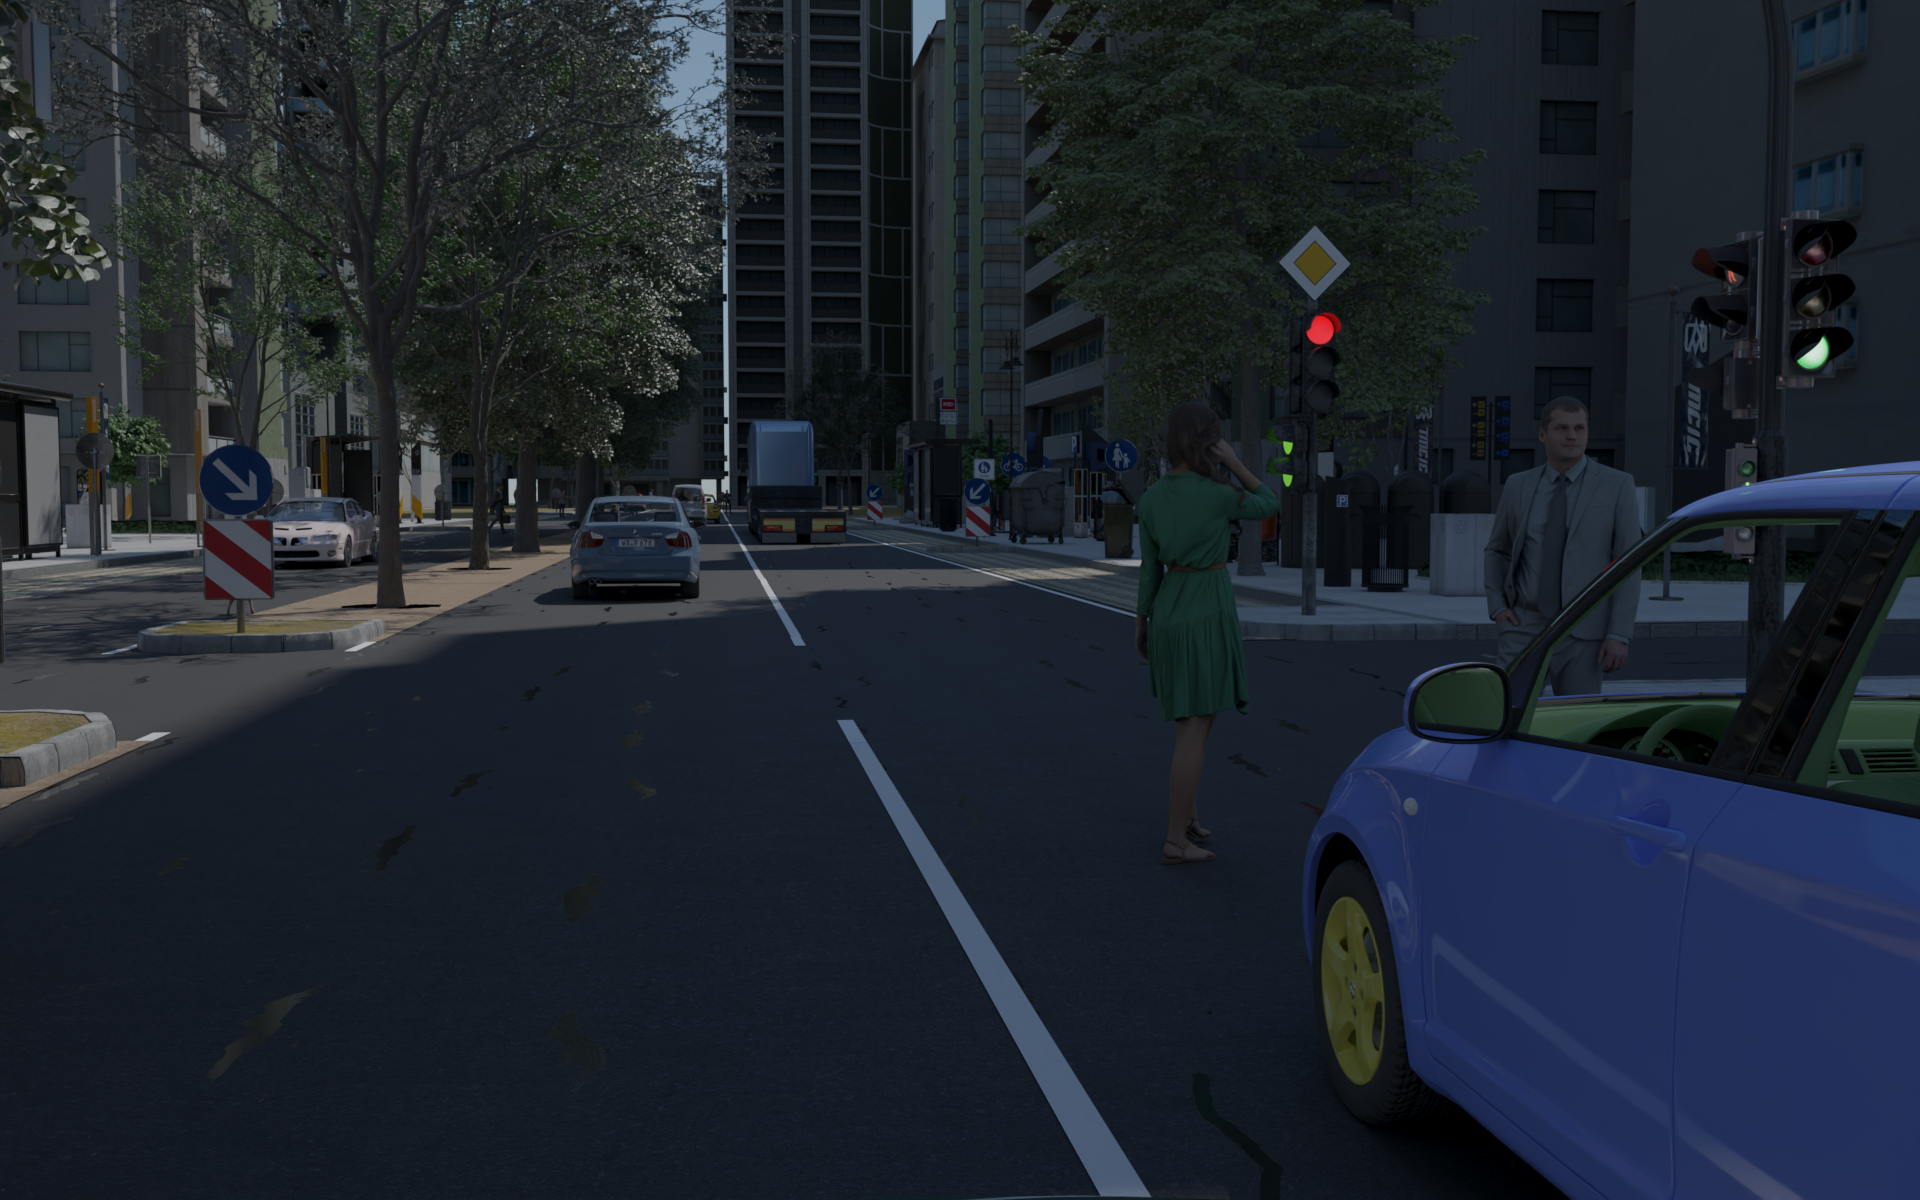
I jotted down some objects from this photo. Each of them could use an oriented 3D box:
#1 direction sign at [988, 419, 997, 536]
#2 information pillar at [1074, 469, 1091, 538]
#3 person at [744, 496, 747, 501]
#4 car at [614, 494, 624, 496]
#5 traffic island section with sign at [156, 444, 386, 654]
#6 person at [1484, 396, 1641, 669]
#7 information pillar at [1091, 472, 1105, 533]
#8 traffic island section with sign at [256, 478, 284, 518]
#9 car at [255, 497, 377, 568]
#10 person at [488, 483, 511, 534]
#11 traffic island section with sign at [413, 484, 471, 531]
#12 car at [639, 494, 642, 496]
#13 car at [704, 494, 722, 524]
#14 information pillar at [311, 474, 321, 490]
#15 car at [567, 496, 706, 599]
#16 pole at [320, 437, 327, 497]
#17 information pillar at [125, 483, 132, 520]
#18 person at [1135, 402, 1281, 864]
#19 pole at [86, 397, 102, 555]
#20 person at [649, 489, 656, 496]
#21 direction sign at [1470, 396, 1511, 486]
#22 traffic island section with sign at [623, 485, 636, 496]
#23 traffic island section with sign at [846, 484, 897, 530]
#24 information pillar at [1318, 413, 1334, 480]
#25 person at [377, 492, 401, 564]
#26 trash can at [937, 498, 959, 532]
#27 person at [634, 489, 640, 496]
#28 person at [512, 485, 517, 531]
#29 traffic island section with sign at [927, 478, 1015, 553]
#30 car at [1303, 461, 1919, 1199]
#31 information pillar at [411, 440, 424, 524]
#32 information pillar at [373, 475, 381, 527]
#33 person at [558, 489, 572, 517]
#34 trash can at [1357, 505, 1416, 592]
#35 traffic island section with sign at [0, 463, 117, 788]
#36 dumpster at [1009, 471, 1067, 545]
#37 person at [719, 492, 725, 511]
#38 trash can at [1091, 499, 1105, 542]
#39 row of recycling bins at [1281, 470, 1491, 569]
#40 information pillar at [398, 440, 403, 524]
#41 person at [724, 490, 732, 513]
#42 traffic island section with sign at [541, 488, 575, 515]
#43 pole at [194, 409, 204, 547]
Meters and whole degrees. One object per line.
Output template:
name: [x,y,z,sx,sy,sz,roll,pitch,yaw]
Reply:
direction sign: [0.931,-3.712,52.682,0.379,3.537,0.876,0,4,8]
information pillar: [3.510,-2.802,50.307,0.304,2.012,0.304,3,4,36]
person: [-15.397,-7.253,127.802,1.217,1.743,0.721,-3,4,-37]
car: [-25.591,-7.427,131.221,2.009,1.686,4.222,-1,4,-9]
traffic island section with sign: [-6.718,-0.513,16.530,2.006,1.907,1.989,-1,4,-8]
person: [2.351,0.107,6.846,0.635,1.810,0.391,2,4,27]
information pillar: [4.536,-3.250,57.635,0.304,2.012,0.304,3,5,43]
traffic island section with sign: [-16.346,-1.970,40.843,1.989,1.847,2.006,-1,4,-8]
car: [-13.047,-1.388,35.063,2.083,1.381,4.827,-1,4,-9]
person: [-16.708,-3.313,62.632,0.822,1.834,0.622,0,4,-6]
traffic island section with sign: [-20.170,-3.602,67.527,1.989,1.847,2.006,-1,4,-8]
car: [-29.360,-8.997,156.138,2.155,1.783,4.494,0,4,-7]
car: [-12.644,-4.561,84.792,2.015,1.641,3.980,-1,4,-9]
information pillar: [-23.669,-3.631,63.853,0.304,2.012,0.304,2,4,33]
car: [-4.666,-0.796,25.017,2.014,1.417,4.499,-1,4,-10]
pole: [-22.845,-4.182,62.220,0.158,3.312,0.155,0,3,0]
information pillar: [-30.262,-4.374,62.865,0.504,3.616,0.183,3,4,39]
person: [0.912,0.114,6.879,0.600,1.795,0.529,2,4,35]
pole: [-18.291,-2.613,36.567,0.158,3.312,0.155,0,3,0]
person: [-27.474,-8.955,154.777,0.599,1.838,0.709,-1,4,-10]
direction sign: [12.257,-2.942,40.096,0.876,3.537,0.379,1,4,16]
traffic island section with sign: [-17.386,-5.063,90.910,2.006,1.907,1.989,-1,4,-8]
traffic island section with sign: [-3.602,-3.718,69.418,1.989,1.847,2.006,-1,4,-8]
information pillar: [7.311,-2.645,34.599,0.183,3.616,0.504,-1,4,-17]
person: [-11.660,-1.637,35.439,0.511,1.800,0.466,2,4,24]
trash can: [-0.401,-2.897,59.022,0.748,1.137,0.748,0,3,0]
person: [-21.980,-6.633,117.043,1.348,1.812,0.705,0,4,-6]
person: [-17.131,-3.595,67.257,0.573,1.828,0.580,-3,4,-36]
traffic island section with sign: [0.212,-2.086,42.733,1.989,1.847,2.006,-1,4,-8]
car: [1.840,0.406,2.959,1.945,1.707,3.694,0,4,-7]
information pillar: [-23.528,-5.118,75.035,0.504,3.616,0.183,1,4,18]
information pillar: [-22.367,-3.805,66.706,0.304,2.012,0.304,-3,5,-39]
person: [-24.545,-6.029,107.608,0.750,1.759,0.617,-3,5,-42]
trash can: [5.595,-0.680,22.772,0.748,1.137,0.748,0,3,0]
traffic island section with sign: [-5.676,-0.065,9.196,2.006,1.907,1.989,-1,4,-8]
dumpster: [2.013,-2.378,44.638,1.264,1.857,1.865,0,4,-8]
person: [-20.176,-8.366,146.760,0.593,1.643,0.415,-1,4,-14]
trash can: [3.933,-2.162,47.008,0.748,1.137,0.748,0,3,0]
row of recycling bins: [7.355,-1.398,29.965,3.534,1.692,1.069,1,4,8]
information pillar: [-24.355,-5.135,75.306,0.183,3.616,0.504,0,4,-1]
person: [-17.076,-7.277,127.928,0.568,1.767,0.683,3,5,44]
traffic island section with sign: [-27.310,-6.650,117.361,1.989,1.847,2.006,-1,4,-8]
pole: [-18.305,-2.926,41.676,0.158,3.312,0.155,0,3,0]
